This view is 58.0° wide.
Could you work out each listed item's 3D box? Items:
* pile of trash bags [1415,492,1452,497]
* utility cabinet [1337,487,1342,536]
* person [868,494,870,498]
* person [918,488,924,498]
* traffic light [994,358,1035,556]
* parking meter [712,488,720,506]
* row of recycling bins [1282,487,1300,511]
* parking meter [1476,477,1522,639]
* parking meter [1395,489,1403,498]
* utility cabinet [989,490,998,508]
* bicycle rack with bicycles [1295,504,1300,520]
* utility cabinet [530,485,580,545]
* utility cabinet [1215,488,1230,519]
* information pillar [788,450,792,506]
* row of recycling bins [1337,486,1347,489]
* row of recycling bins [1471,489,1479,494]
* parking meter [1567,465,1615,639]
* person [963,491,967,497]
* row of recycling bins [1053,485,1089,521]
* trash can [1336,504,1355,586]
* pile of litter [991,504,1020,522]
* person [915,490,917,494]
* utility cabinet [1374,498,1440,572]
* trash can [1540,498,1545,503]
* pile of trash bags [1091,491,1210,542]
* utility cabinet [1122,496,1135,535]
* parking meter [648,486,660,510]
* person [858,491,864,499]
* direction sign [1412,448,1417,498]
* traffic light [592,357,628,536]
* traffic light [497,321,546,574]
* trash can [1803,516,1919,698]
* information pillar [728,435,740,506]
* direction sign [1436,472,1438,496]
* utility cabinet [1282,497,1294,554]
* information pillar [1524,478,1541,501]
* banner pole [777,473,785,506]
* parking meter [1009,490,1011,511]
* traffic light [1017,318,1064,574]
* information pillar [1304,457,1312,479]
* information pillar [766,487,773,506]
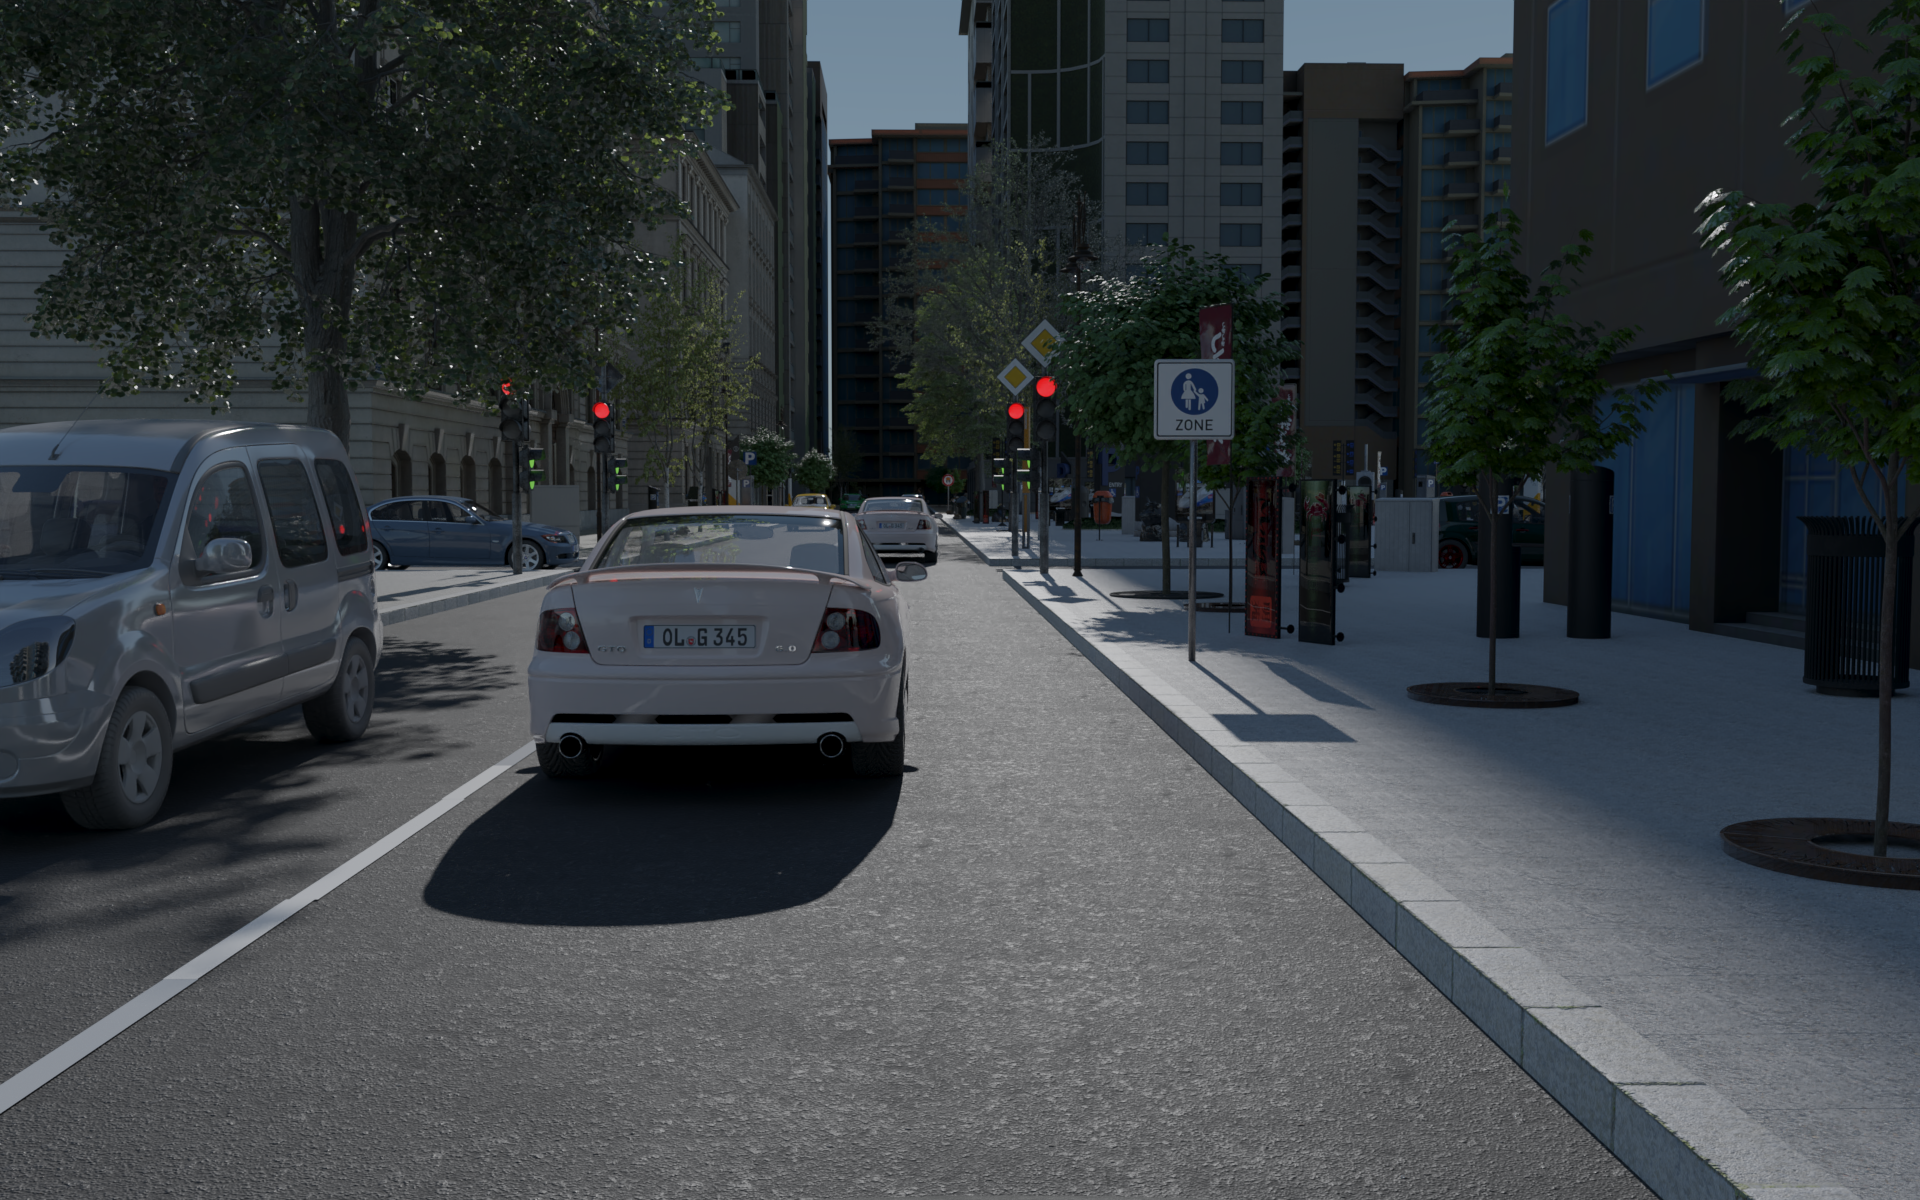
[{"bbox_3d":[20.052,-3.966,74.590,3.447,1.369,1.912,-3,4,-38],"label":"pile of trash bags"},{"bbox_3d":[10.995,-2.620,51.513,0.318,1.500,1.173,-1,4,-10],"label":"utility cabinet"},{"bbox_3d":[-9.353,-10.112,177.087,0.557,1.426,1.065,2,4,23],"label":"person"},{"bbox_3d":[-2.632,-6.377,112.784,0.705,1.822,1.348,2,4,31],"label":"person"},{"bbox_3d":[1.124,-2.870,35.851,0.839,4.253,0.868,0,4,-2],"label":"traffic light"},{"bbox_3d":[-10.727,-4.147,76.208,0.372,1.533,0.369,0,3,0],"label":"parking meter"},{"bbox_3d":[18.822,-5.840,102.595,3.534,1.692,1.069,0,4,-4],"label":"row of recycling bins"},{"bbox_3d":[4.824,-0.433,15.489,0.372,1.533,0.369,0,3,0],"label":"parking meter"},{"bbox_3d":[22.796,-4.988,89.965,0.372,1.533,0.369,0,3,0],"label":"parking meter"},{"bbox_3d":[1.655,-5.820,103.834,1.173,1.500,0.318,0,4,-7],"label":"utility cabinet"},{"bbox_3d":[18.274,-4.548,87.737,2.925,0.926,2.852,-2,4,-27],"label":"bicycle rack with bicycles"},{"bbox_3d":[-10.116,-2.113,43.224,1.173,1.500,0.318,-1,4,-22],"label":"utility cabinet"},{"bbox_3d":[10.280,-3.653,68.409,1.173,1.500,0.318,3,4,36],"label":"utility cabinet"},{"bbox_3d":[-8.959,-6.112,91.287,0.183,3.616,0.504,0,4,5],"label":"information pillar"},{"bbox_3d":[20.364,-5.158,91.439,1.069,1.692,3.534,-2,4,-35],"label":"row of recycling bins"},{"bbox_3d":[26.983,-4.936,87.820,1.069,1.692,3.534,-1,4,-9],"label":"row of recycling bins"},{"bbox_3d":[5.625,-0.431,15.450,0.372,1.533,0.369,0,3,0],"label":"parking meter"},{"bbox_3d":[0.635,-11.154,190.865,0.705,1.824,1.348,3,5,44],"label":"person"},{"bbox_3d":[5.255,-4.564,81.742,1.069,1.692,3.534,-1,4,-14],"label":"row of recycling bins"},{"bbox_3d":[5.113,-0.761,24.094,0.748,1.137,0.748,0,3,0],"label":"trash can"},{"bbox_3d":[2.129,-4.004,79.432,1.719,0.858,1.176,-3,5,-39],"label":"pile of litter"},{"bbox_3d":[-4.491,-10.415,178.802,0.705,1.822,1.348,-1,4,-19],"label":"person"},{"bbox_3d":[7.419,-1.079,28.801,1.020,1.237,0.306,3,4,39],"label":"utility cabinet"},{"bbox_3d":[34.565,-5.618,103.512,0.748,1.137,0.748,0,3,0],"label":"trash can"},{"bbox_3d":[5.236,-2.310,47.518,3.447,1.369,1.912,2,4,24],"label":"pile of trash bags"},{"bbox_3d":[5.651,-2.676,54.911,1.020,1.237,0.306,1,4,23],"label":"utility cabinet"},{"bbox_3d":[-9.248,-2.691,52.416,0.372,1.533,0.369,0,3,0],"label":"parking meter"},{"bbox_3d":[-8.756,-8.617,150.120,1.217,1.736,0.721,3,5,40],"label":"person"},{"bbox_3d":[22.594,-5.757,86.118,0.379,3.537,0.876,0,4,2],"label":"direction sign"},{"bbox_3d":[-7.284,-2.855,35.606,0.839,4.253,0.868,0,4,-2],"label":"traffic light"},{"bbox_3d":[-7.066,-2.367,27.624,0.839,4.253,0.868,0,4,-2],"label":"traffic light"},{"bbox_3d":[5.754,0.034,11.097,0.748,1.137,0.748,0,3,0],"label":"trash can"},{"bbox_3d":[-8.938,-4.720,68.522,0.504,3.616,0.183,-2,4,-30],"label":"information pillar"},{"bbox_3d":[28.163,-6.741,102.214,0.379,3.537,0.876,0,4,7],"label":"direction sign"},{"bbox_3d":[6.907,-1.616,37.583,0.306,1.237,1.020,-1,4,-16],"label":"utility cabinet"},{"bbox_3d":[13.931,-3.109,42.183,0.183,3.616,0.504,-2,4,-26],"label":"information pillar"},{"bbox_3d":[-9.705,-6.339,93.657,0.401,3.779,0.863,2,4,33],"label":"banner pole"},{"bbox_3d":[2.658,-4.865,87.946,0.372,1.533,0.369,0,3,0],"label":"parking meter"},{"bbox_3d":[1.342,-2.382,27.869,0.839,4.253,0.868,0,4,-2],"label":"traffic light"},{"bbox_3d":[21.883,-7.184,108.816,0.504,3.616,0.183,-1,4,-12],"label":"information pillar"},{"bbox_3d":[-9.331,-4.910,84.770,0.304,2.012,0.304,-1,4,-16],"label":"information pillar"}]
